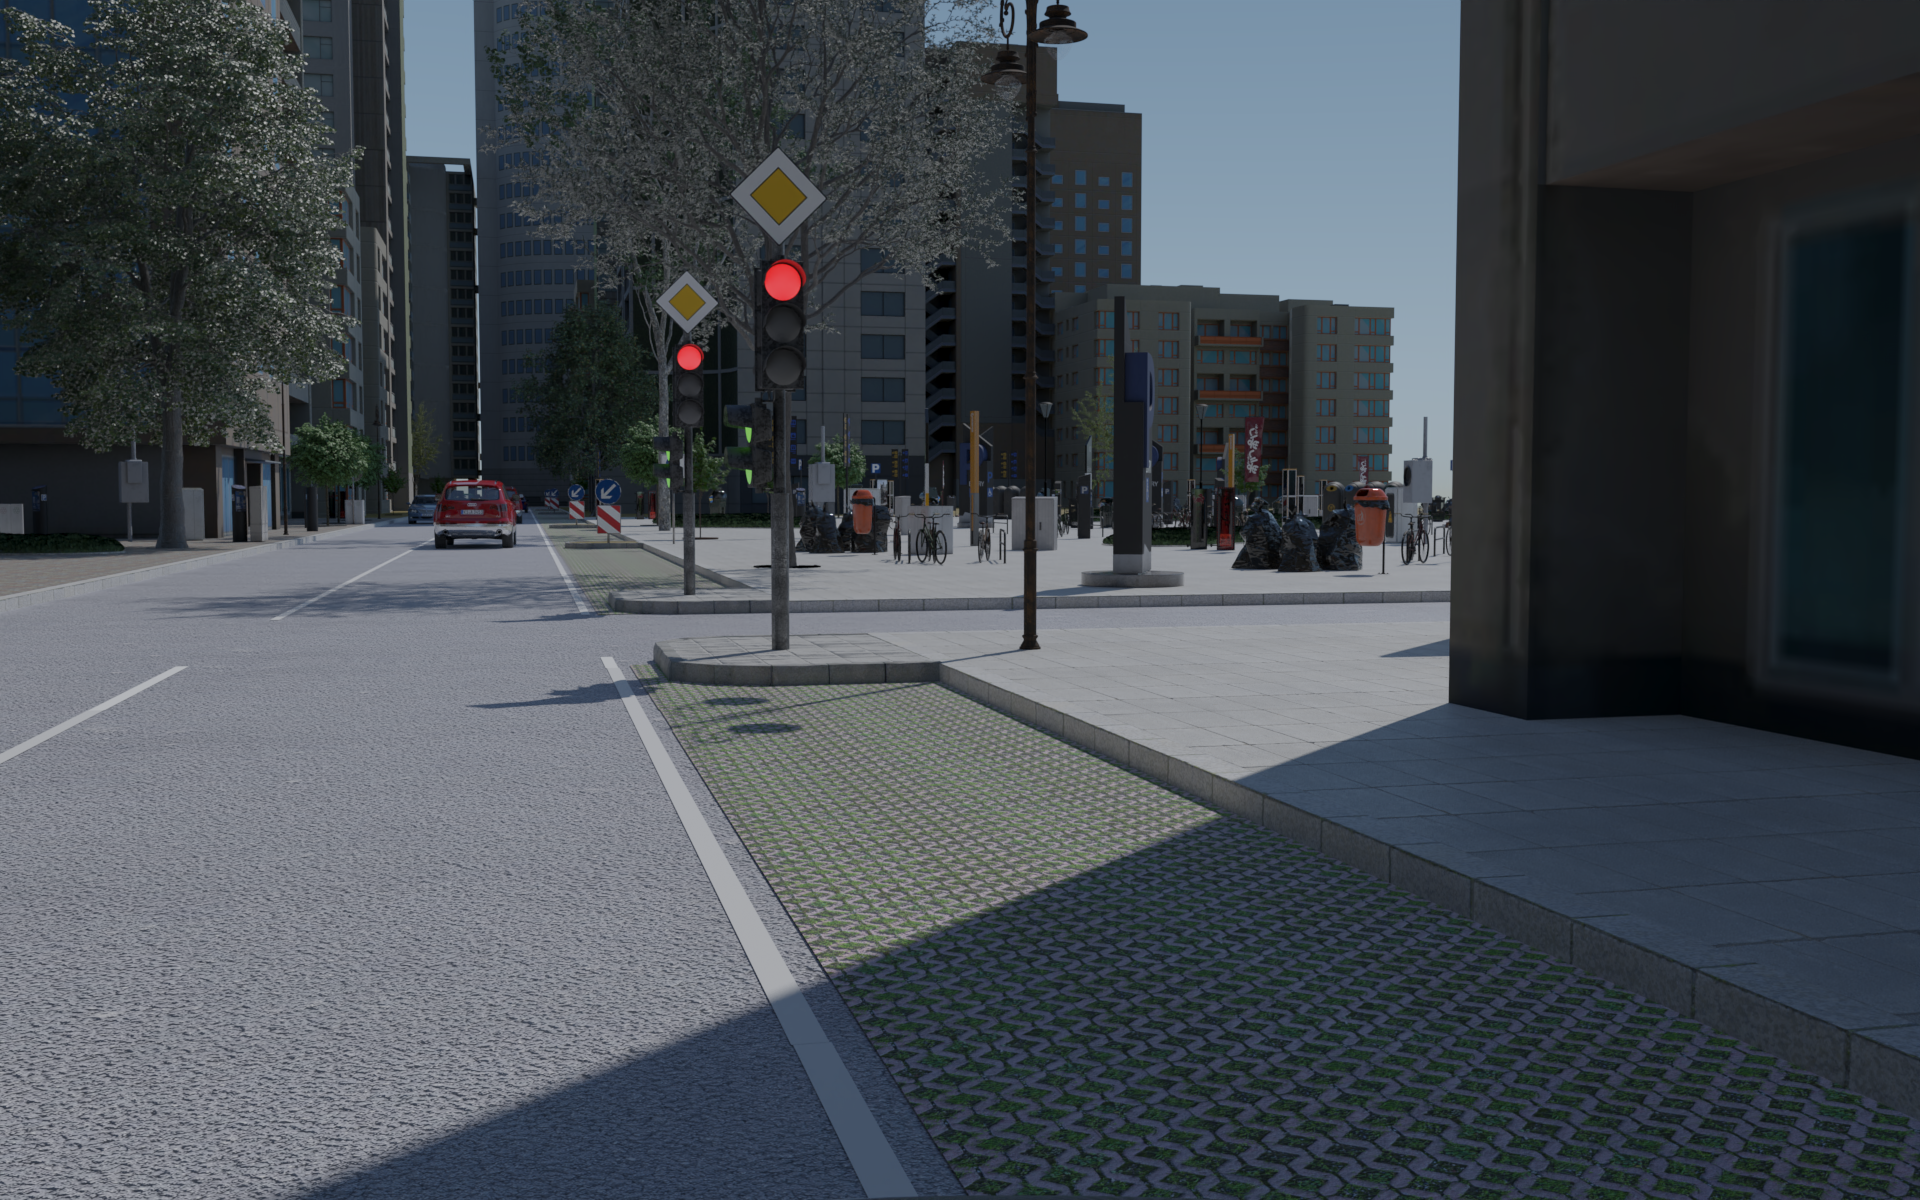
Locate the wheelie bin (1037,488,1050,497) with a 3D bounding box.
[{"bbox_3d":[4.446,-5.068,90.769,0.693,1.594,0.980,3,4,39],"label":"wheelie bin"}]

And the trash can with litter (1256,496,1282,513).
[{"bbox_3d":[12.095,-3.490,68.455,1.055,1.170,0.624,-1,4,-19],"label":"trash can with litter"}]

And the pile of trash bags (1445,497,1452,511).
[{"bbox_3d":[25.375,-5.149,93.936,3.447,1.369,1.912,3,4,36],"label":"pile of trash bags"}]

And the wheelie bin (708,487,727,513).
[{"bbox_3d":[-11.398,-4.509,81.623,0.693,1.594,0.980,2,4,25],"label":"wheelie bin"}]

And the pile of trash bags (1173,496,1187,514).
[{"bbox_3d":[12.948,-5.466,99.113,1.912,1.369,3.447,2,4,24],"label":"pile of trash bags"}]

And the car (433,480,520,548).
[{"bbox_3d":[-13.202,-2.363,47.312,2.281,1.827,5.304,-1,4,-13],"label":"car"}]

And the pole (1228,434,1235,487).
[{"bbox_3d":[9.215,-3.976,58.846,0.158,3.312,0.155,0,3,0],"label":"pole"}]

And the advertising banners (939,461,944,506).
[{"bbox_3d":[-0.928,-5.707,89.505,0.090,3.025,2.074,0,4,5],"label":"advertising banners"}]

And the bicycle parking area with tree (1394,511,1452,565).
[{"bbox_3d":[12.577,-2.815,33.032,8.231,4.147,9.016,2,4,35],"label":"bicycle parking area with tree"}]

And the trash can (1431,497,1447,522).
[{"bbox_3d":[22.058,-4.174,79.897,0.748,1.137,0.748,0,3,0],"label":"trash can"}]

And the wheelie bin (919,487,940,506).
[{"bbox_3d":[-1.459,-4.505,81.559,0.980,1.594,0.693,-1,4,-20],"label":"wheelie bin"}]

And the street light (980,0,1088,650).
[{"bbox_3d":[0.580,-2.531,14.163,0.468,5.910,1.993,-1,4,-14],"label":"street light"}]

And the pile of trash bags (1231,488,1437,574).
[{"bbox_3d":[6.049,-1.174,28.952,1.912,1.369,3.447,-1,4,-22],"label":"pile of trash bags"}]

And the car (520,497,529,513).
[{"bbox_3d":[-34.202,-7.400,133.563,1.945,1.354,3.894,-1,4,-14],"label":"car"}]

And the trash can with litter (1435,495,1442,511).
[{"bbox_3d":[29.706,-5.885,107.279,1.678,1.210,2.233,-1,4,-18],"label":"trash can with litter"}]

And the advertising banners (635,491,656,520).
[{"bbox_3d":[-15.620,-5.596,87.684,0.090,3.025,2.074,3,5,42],"label":"advertising banners"}]

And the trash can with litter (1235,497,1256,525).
[{"bbox_3d":[10.484,-3.275,64.941,0.624,1.170,1.055,-1,4,-13],"label":"trash can with litter"}]

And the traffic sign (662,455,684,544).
[{"bbox_3d":[-7.326,-2.577,44.261,0.606,2.300,0.079,-1,4,-8],"label":"traffic sign"}]

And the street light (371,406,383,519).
[{"bbox_3d":[-29.929,-7.112,89.074,0.468,5.910,1.993,-1,4,-14],"label":"street light"}]

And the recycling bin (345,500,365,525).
[{"bbox_3d":[-25.548,-3.704,73.107,0.722,1.027,0.722,-1,4,-15],"label":"recycling bin"}]

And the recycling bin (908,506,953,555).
[{"bbox_3d":[-0.631,-1.490,36.911,0.722,1.027,0.722,-3,5,-44],"label":"recycling bin"}]

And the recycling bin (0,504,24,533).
[{"bbox_3d":[-24.499,-1.942,44.313,0.722,1.027,0.722,2,4,30],"label":"recycling bin"}]

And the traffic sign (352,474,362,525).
[{"bbox_3d":[-25.444,-4.434,72.605,0.768,2.556,0.104,-1,4,-9],"label":"traffic sign"}]

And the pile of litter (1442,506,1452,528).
[{"bbox_3d":[18.811,-3.155,65.553,1.176,0.858,1.719,-1,4,-23],"label":"pile of litter"}]

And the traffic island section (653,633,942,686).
[{"bbox_3d":[-1.459,0.488,14.310,2.009,0.180,2.903,-1,4,-14],"label":"traffic island section"}]

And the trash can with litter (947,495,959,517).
[{"bbox_3d":[-0.839,-5.245,96.810,2.233,1.210,1.678,1,4,13],"label":"trash can with litter"}]

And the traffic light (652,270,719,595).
[{"bbox_3d":[-3.460,-2.019,21.928,0.839,4.253,0.868,-1,4,-14],"label":"traffic light"}]

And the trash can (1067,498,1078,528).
[{"bbox_3d":[4.408,-3.296,65.539,0.748,1.137,0.748,0,3,0],"label":"trash can"}]

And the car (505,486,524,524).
[{"bbox_3d":[-22.533,-4.659,84.852,2.281,1.827,5.304,-1,4,-16],"label":"car"}]

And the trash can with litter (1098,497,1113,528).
[{"bbox_3d":[5.488,-3.335,65.907,0.624,1.170,1.055,0,4,-4],"label":"trash can with litter"}]

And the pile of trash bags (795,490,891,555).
[{"bbox_3d":[-2.430,-1.713,37.752,1.912,1.369,3.447,-1,4,-17],"label":"pile of trash bags"}]

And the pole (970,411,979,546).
[{"bbox_3d":[0.358,-2.983,42.610,0.158,3.312,0.155,0,3,0],"label":"pole"}]

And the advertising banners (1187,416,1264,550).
[{"bbox_3d":[6.056,-2.651,39.533,2.074,3.025,0.090,3,5,43],"label":"advertising banners"}]

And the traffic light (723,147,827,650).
[{"bbox_3d":[-1.500,-1.545,14.186,0.839,4.253,0.868,-1,4,-14],"label":"traffic light"}]

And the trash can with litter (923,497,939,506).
[{"bbox_3d":[-1.143,-3.839,74.155,0.624,1.170,1.055,2,4,26],"label":"trash can with litter"}]

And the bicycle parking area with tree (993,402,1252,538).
[{"bbox_3d":[5.199,-4.138,54.665,8.231,4.147,9.016,0,4,0],"label":"bicycle parking area with tree"}]

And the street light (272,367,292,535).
[{"bbox_3d":[-21.157,-4.978,54.185,0.468,5.910,1.993,-1,4,-14],"label":"street light"}]

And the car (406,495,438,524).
[{"bbox_3d":[-25.791,-4.406,84.037,2.014,1.417,4.499,-1,4,-15],"label":"car"}]

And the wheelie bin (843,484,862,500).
[{"bbox_3d":[-3.404,-3.002,56.993,0.693,1.594,0.980,-2,4,-35],"label":"wheelie bin"}]

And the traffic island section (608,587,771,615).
[{"bbox_3d":[-3.418,0.014,22.052,2.009,0.180,2.903,-1,4,-14],"label":"traffic island section"}]

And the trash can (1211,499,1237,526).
[{"bbox_3d":[7.710,-2.382,50.604,0.748,1.137,0.748,0,3,0],"label":"trash can"}]
